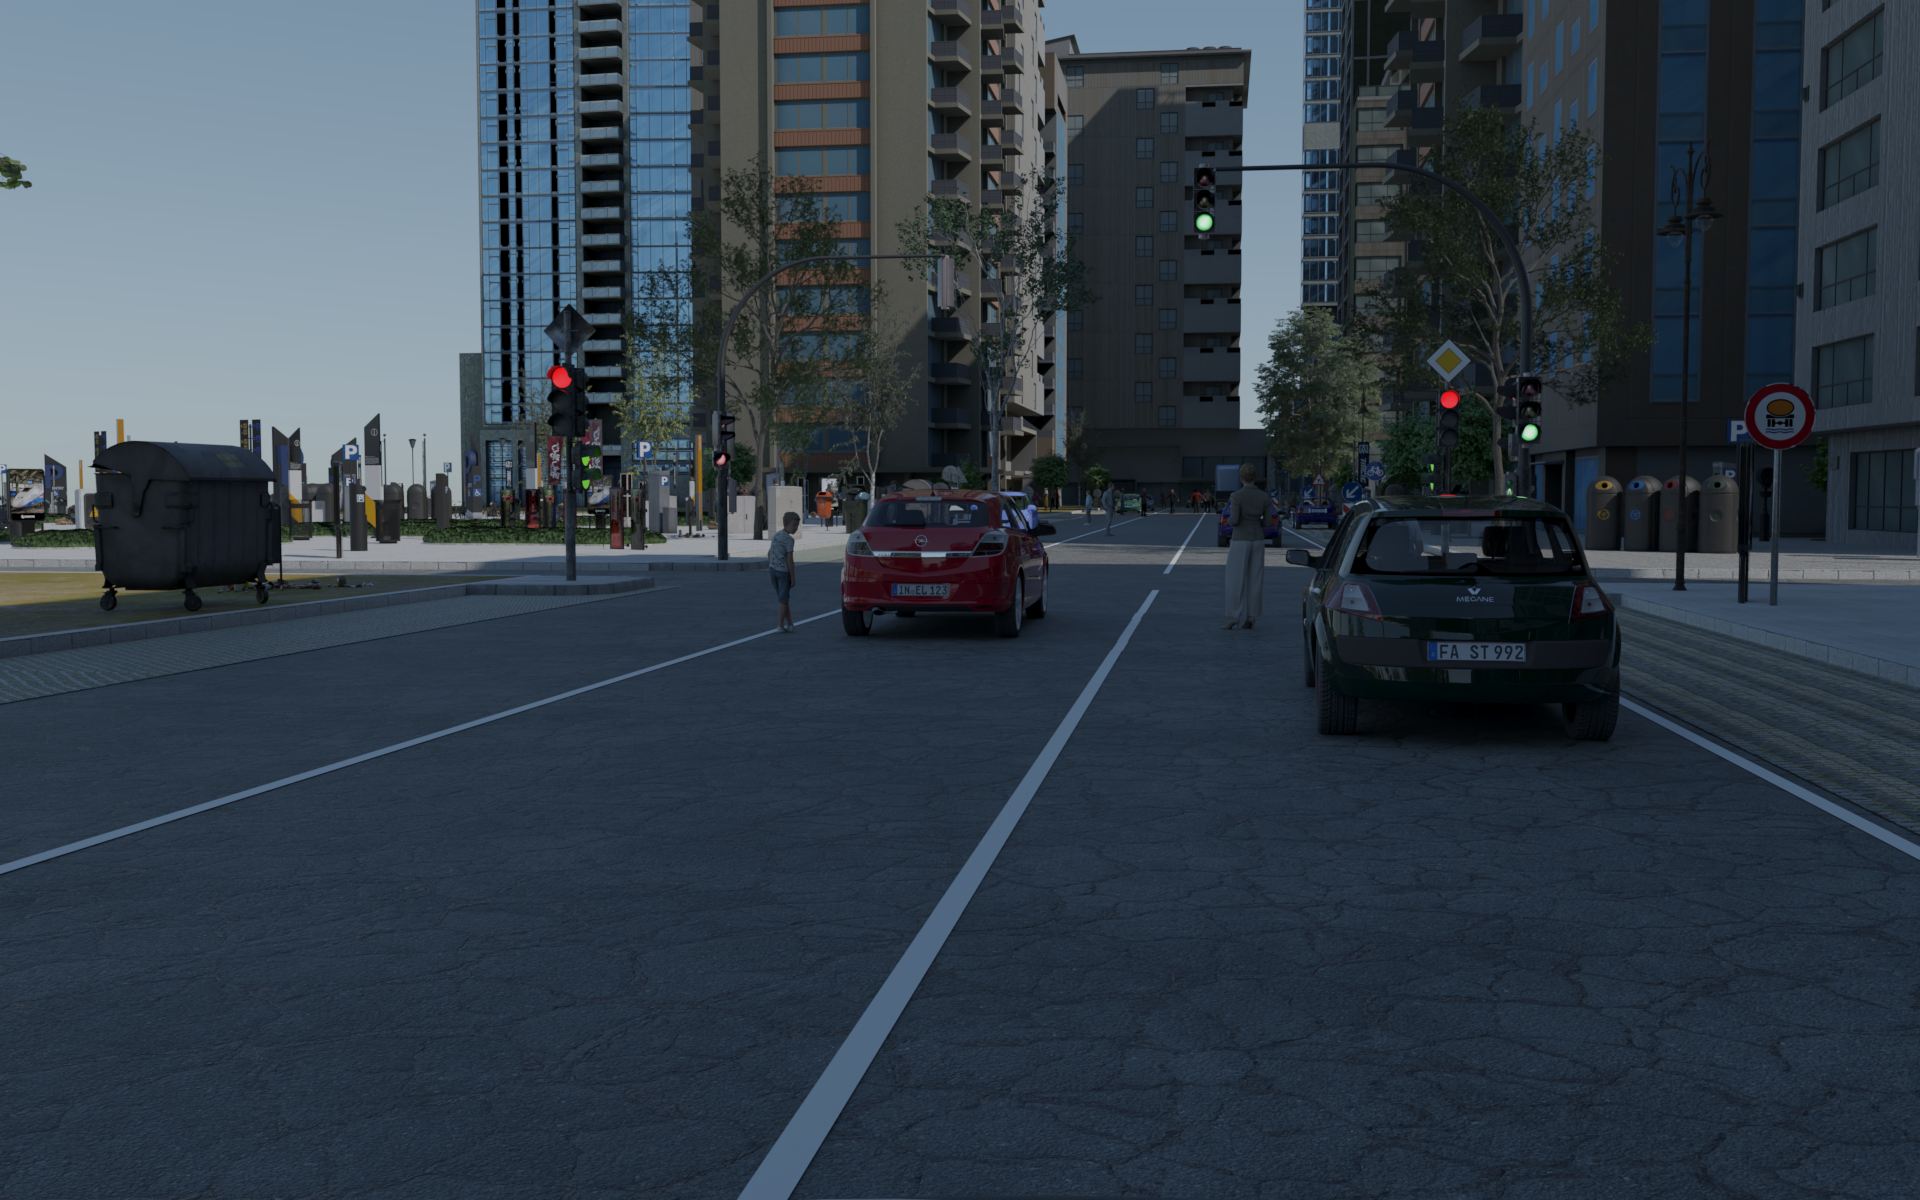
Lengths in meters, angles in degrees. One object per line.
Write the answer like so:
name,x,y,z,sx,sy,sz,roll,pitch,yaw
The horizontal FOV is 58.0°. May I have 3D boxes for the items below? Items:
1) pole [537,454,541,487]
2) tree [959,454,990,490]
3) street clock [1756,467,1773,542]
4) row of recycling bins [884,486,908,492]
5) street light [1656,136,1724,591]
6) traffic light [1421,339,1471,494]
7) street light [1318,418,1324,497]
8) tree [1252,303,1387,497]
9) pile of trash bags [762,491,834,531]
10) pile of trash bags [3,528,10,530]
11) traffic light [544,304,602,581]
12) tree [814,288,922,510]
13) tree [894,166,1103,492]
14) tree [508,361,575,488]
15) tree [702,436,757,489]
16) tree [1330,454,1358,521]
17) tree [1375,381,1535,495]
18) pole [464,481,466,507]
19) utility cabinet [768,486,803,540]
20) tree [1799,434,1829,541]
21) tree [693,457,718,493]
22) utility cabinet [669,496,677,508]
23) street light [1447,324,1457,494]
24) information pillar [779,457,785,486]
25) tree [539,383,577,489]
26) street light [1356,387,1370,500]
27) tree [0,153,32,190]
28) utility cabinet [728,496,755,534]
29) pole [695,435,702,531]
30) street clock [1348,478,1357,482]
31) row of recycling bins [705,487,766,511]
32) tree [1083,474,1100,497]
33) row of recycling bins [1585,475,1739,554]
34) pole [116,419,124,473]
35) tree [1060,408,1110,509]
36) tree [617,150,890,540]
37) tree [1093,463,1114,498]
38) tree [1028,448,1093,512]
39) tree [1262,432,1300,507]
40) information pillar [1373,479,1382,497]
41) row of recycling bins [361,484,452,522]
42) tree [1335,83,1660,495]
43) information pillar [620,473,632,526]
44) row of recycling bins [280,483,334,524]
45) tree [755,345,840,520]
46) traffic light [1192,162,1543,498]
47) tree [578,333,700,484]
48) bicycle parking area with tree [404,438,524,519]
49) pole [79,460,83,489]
pole,-21.405,-5.765,88.106,0.158,3.312,0.155,0,3,0
tree,0.335,-5.375,82.476,1.663,3.219,1.824,0,3,0
street clock,21.755,-2.582,46.784,0.471,2.002,0.358,-1,4,-9
row of recycling bins,-2.323,-4.744,84.682,3.534,1.692,1.069,-3,5,-40
street light,9.576,-3.063,22.866,0.468,5.910,1.993,1,4,8
traffic light,8.836,-2.605,31.513,0.839,4.253,0.868,1,4,8
street light,21.877,-8.089,105.040,0.468,5.910,1.993,1,4,8
tree,23.931,-12.733,114.841,9.857,13.997,8.962,0,3,0
pile of trash bags,-6.034,-3.112,60.636,3.447,1.369,1.912,1,4,19
pile of trash bags,-31.904,-2.806,55.628,3.447,1.369,1.912,0,4,-1
traffic light,-5.755,-2.242,25.585,0.839,4.253,0.868,1,4,8
tree,-3.231,-6.857,62.482,4.360,8.622,3.978,0,3,0
tree,3.487,-14.833,98.414,12.611,20.169,13.585,0,3,0
tree,-23.307,-8.944,96.601,4.360,8.622,3.978,0,3,0
tree,-12.306,-6.664,92.667,4.285,4.588,4.351,0,3,0
tree,18.822,-5.461,83.893,1.663,3.219,1.824,0,3,0
tree,14.910,-4.081,50.436,4.285,4.588,4.351,0,3,0
pole,-29.953,-6.799,104.999,0.158,3.312,0.155,0,3,0
utility cabinet,-4.849,-2.415,48.161,0.318,1.500,1.173,2,4,32
tree,23.731,-3.227,47.358,1.663,3.219,1.824,0,3,0
tree,-12.747,-5.803,89.486,1.663,3.219,1.824,0,3,0
utility cabinet,-10.932,-3.305,65.195,0.306,1.237,1.020,0,4,7
street light,13.123,-4.499,46.346,0.468,5.910,1.993,1,4,8
information pillar,-11.130,-7.151,108.273,0.183,3.616,0.504,-3,5,-42
tree,-24.847,-9.693,108.835,4.737,8.622,4.395,0,3,0
street light,17.479,-6.264,75.209,0.468,5.910,1.993,1,4,8
tree,-10.862,-5.797,12.914,7.486,12.596,7.792,0,3,0
utility cabinet,-7.120,-2.738,55.933,1.020,1.237,0.306,-2,4,-27
pole,-9.027,-4.038,59.868,0.158,3.312,0.155,0,3,0
street clock,17.574,-4.464,77.561,0.358,2.002,0.471,-1,4,-9
row of recycling bins,-12.696,-5.545,97.772,3.534,1.692,1.069,-2,4,-27
tree,12.586,-10.566,167.352,1.663,3.219,1.824,0,3,0
row of recycling bins,15.599,-1.925,38.592,1.069,1.692,3.534,-3,5,-39
pole,-22.795,-3.257,47.090,0.158,3.312,0.155,0,3,0
tree,10.302,-11.988,146.358,4.360,8.622,3.978,0,3,0
tree,-5.757,-6.946,47.986,8.767,10.594,7.601,1,4,11
tree,14.292,-11.998,179.888,4.285,4.588,4.351,0,3,0
tree,6.521,-8.524,123.079,4.285,4.588,4.351,0,3,0
tree,32.291,-13.630,173.210,4.360,8.622,3.978,0,3,0
information pillar,20.692,-4.975,85.840,0.304,2.012,0.304,-3,4,-38
row of recycling bins,-22.105,-3.796,69.180,3.534,1.692,1.069,-1,4,-9
tree,12.240,-6.458,40.001,7.601,10.594,8.767,0,4,6
information pillar,-11.830,-3.482,61.429,0.304,2.012,0.304,2,4,24
row of recycling bins,-24.570,-3.565,65.404,3.534,1.692,1.069,3,5,41
tree,-7.856,-8.214,84.662,4.737,8.622,4.395,0,3,0
traffic light,5.579,-3.004,23.780,4.771,5.953,1.251,1,4,8
tree,-13.530,-7.686,76.023,4.737,8.622,4.395,0,3,0
bicycle parking area with tree,-25.959,-6.244,89.087,8.231,4.147,9.016,2,4,29
pole,-52.217,-6.672,102.926,0.158,3.312,0.155,0,3,0
